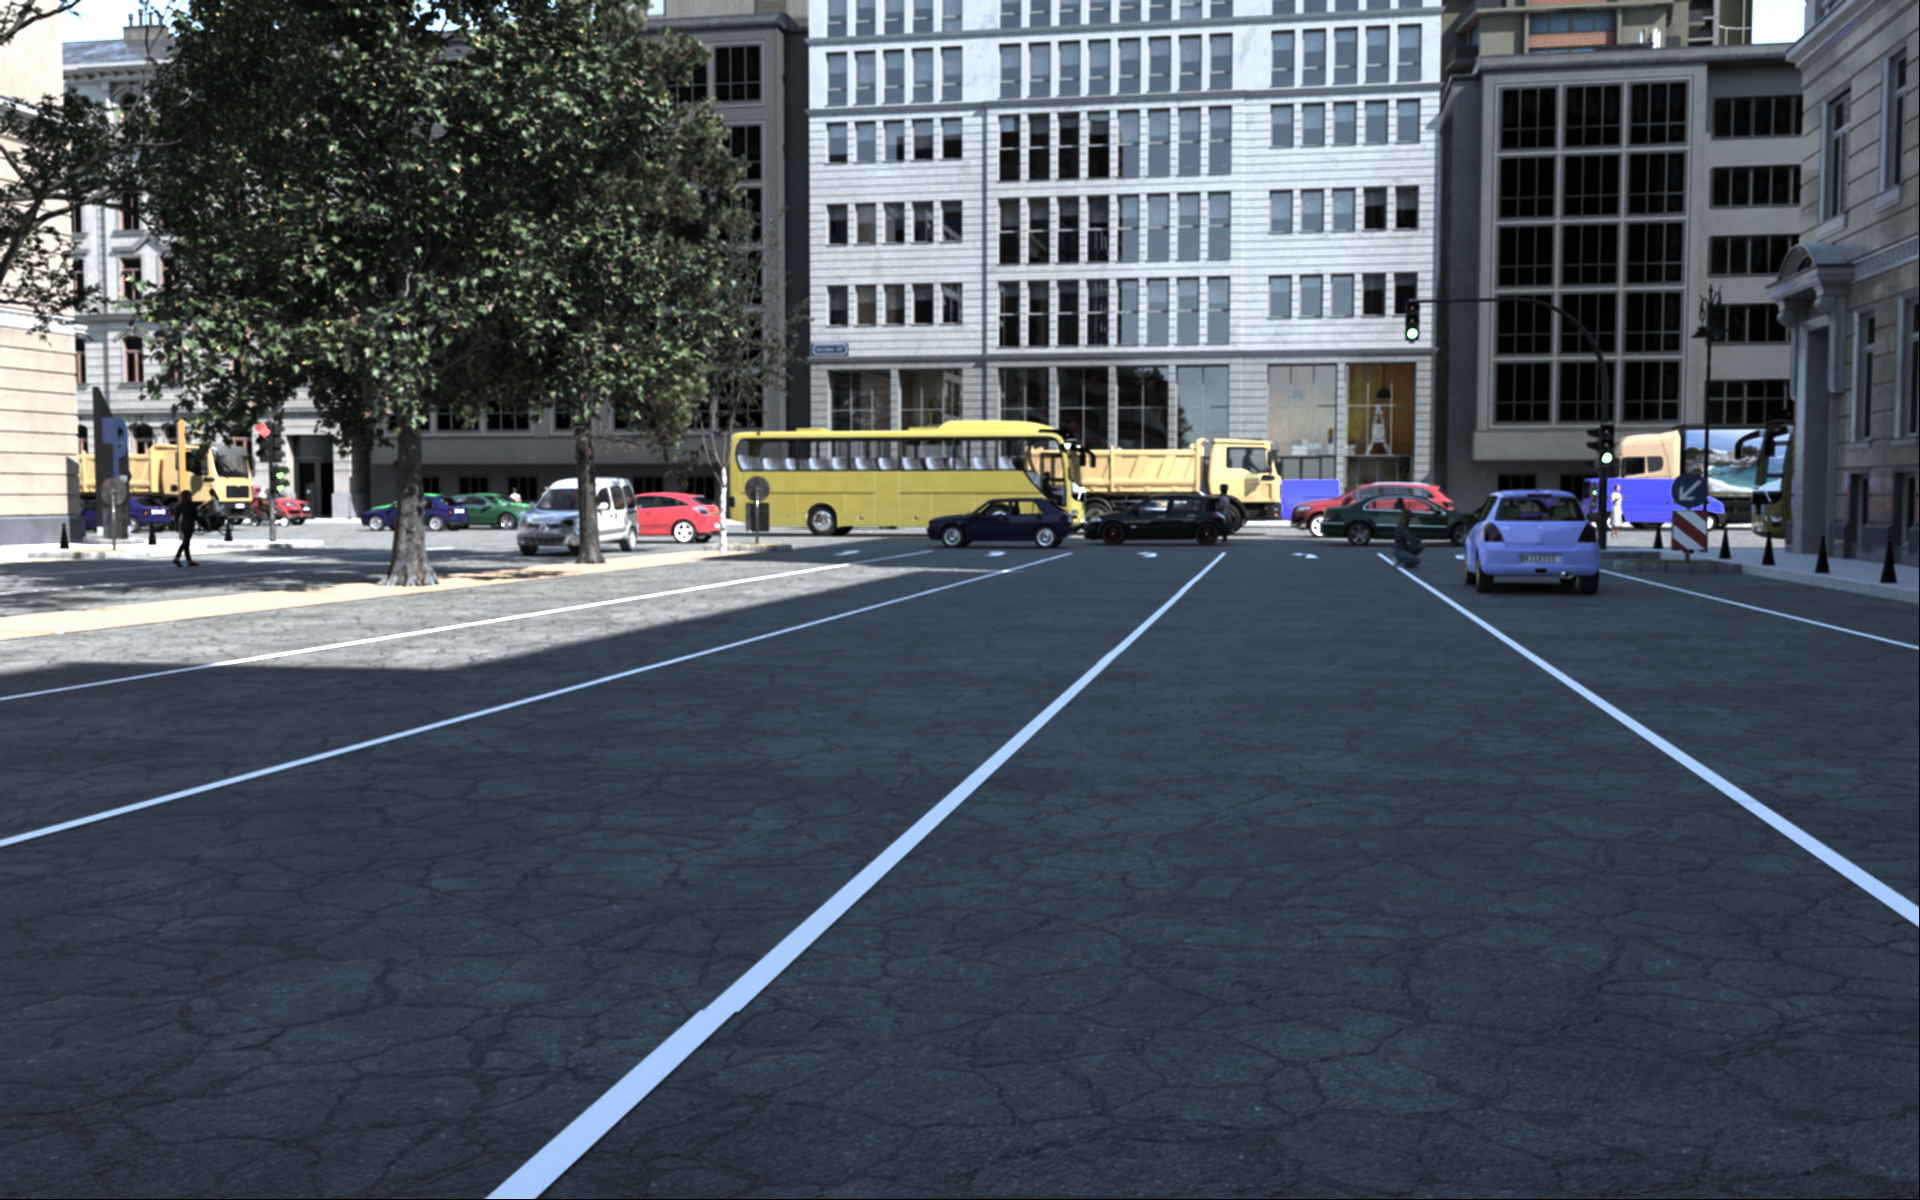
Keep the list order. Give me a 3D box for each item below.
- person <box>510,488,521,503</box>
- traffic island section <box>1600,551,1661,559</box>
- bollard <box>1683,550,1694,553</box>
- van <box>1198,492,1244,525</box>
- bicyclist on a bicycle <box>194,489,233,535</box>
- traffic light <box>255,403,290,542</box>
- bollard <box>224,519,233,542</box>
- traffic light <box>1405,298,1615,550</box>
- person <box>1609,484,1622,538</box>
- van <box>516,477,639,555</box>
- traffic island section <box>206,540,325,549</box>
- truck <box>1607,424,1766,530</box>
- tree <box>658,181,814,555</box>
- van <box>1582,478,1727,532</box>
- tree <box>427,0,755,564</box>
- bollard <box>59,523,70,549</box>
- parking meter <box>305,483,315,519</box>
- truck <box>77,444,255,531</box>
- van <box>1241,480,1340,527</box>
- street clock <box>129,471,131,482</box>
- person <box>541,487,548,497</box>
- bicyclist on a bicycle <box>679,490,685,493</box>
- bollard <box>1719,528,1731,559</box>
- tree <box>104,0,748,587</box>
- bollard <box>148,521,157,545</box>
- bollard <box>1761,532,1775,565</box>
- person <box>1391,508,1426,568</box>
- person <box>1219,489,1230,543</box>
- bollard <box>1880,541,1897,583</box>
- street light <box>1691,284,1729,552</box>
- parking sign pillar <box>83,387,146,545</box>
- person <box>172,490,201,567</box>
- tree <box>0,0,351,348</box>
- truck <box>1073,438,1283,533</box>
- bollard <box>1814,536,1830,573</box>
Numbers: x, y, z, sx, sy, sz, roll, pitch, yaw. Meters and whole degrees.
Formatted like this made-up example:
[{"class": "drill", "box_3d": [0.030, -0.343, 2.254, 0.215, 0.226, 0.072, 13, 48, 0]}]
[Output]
[{"class": "person", "box_3d": [-19.638, -4.111, 76.551, 0.563, 1.720, 0.643, -3, 5, -44]}, {"class": "traffic island section", "box_3d": [14.824, -1.083, 39.980, 2.009, 0.180, 2.903, 1, 4, 11]}, {"class": "bollard", "box_3d": [15.822, -1.318, 37.590, 0.229, 0.601, 0.229, 0, 3, 0]}, {"class": "van", "box_3d": [8.927, -3.668, 66.991, 4.112, 2.044, 2.013, 1, 4, 12]}, {"class": "bicyclist on a bicycle", "box_3d": [-26.045, -3.073, 60.262, 1.625, 1.676, 1.499, 1, 4, 11]}, {"class": "traffic light", "box_3d": [-18.336, -3.499, 46.135, 0.839, 4.253, 0.868, 1, 4, 11]}, {"class": "bollard", "box_3d": [-19.737, -1.876, 46.718, 0.229, 0.601, 0.229, 0, 3, 0]}, {"class": "traffic light", "box_3d": [12.715, -4.003, 40.123, 4.771, 5.953, 1.251, 1, 4, 11]}, {"class": "person", "box_3d": [21.515, -2.908, 56.612, 0.480, 1.755, 0.524, -2, 4, -35]}, {"class": "van", "box_3d": [-9.218, -2.133, 41.880, 2.013, 2.044, 4.112, 1, 4, 12]}, {"class": "traffic island section", "box_3d": [-18.373, -1.468, 46.277, 2.009, 0.180, 2.903, 1, 4, 11]}, {"class": "truck", "box_3d": [31.493, -4.975, 70.259, 11.283, 4.237, 2.839, 1, 4, 11]}, {"class": "tree", "box_3d": [-5.560, -5.383, 40.825, 4.360, 8.622, 3.978, 0, 3, 0]}, {"class": "van", "box_3d": [26.997, -3.855, 67.406, 5.245, 2.365, 2.240, 1, 4, 10]}, {"class": "tree", "box_3d": [-7.651, -6.761, 35.062, 6.751, 12.117, 7.091, 0, 3, 0]}, {"class": "bollard", "box_3d": [-20.928, -1.494, 40.462, 0.229, 0.601, 0.229, 0, 3, 0]}, {"class": "parking meter", "box_3d": [-32.957, -5.021, 87.800, 0.399, 1.863, 0.255, 1, 4, 12]}, {"class": "truck", "box_3d": [-32.162, -4.434, 68.420, 9.791, 3.379, 3.469, 1, 4, 11]}, {"class": "van", "box_3d": [13.869, -4.324, 75.083, 5.245, 2.365, 2.240, 1, 4, 11]}, {"class": "street clock", "box_3d": [-22.712, -2.590, 46.920, 0.471, 2.002, 0.358, 0, 4, -6]}, {"class": "person", "box_3d": [-18.406, -4.156, 77.007, 0.519, 1.759, 0.362, -2, 4, -25]}, {"class": "bicyclist on a bicycle", "box_3d": [-12.527, -4.139, 77.686, 1.625, 1.676, 1.499, 1, 4, 9]}, {"class": "bollard", "box_3d": [15.229, -1.127, 34.462, 0.229, 0.601, 0.229, 0, 3, 0]}, {"class": "tree", "box_3d": [-8.563, -6.565, 26.802, 9.611, 12.733, 9.660, 0, 3, 0]}, {"class": "bollard", "box_3d": [-20.332, -1.685, 43.590, 0.229, 0.601, 0.229, 0, 3, 0]}, {"class": "bollard", "box_3d": [14.630, -0.935, 31.329, 0.229, 0.601, 0.229, 0, 3, 0]}, {"class": "person", "box_3d": [8.815, -1.209, 33.770, 0.738, 1.151, 1.012, 2, 4, 26]}, {"class": "person", "box_3d": [7.767, -2.492, 51.203, 0.435, 1.587, 0.963, 2, 4, 32]}, {"class": "bollard", "box_3d": [13.440, -0.551, 25.053, 0.229, 0.601, 0.229, 0, 3, 0]}, {"class": "street light", "box_3d": [16.537, -4.008, 38.322, 0.468, 5.910, 1.993, 1, 4, 11]}, {"class": "parking sign pillar", "box_3d": [-21.671, -3.413, 44.271, 1.447, 3.967, 1.447, -1, 4, -8]}, {"class": "person", "box_3d": [-15.354, -1.425, 34.337, 0.480, 1.512, 0.613, 0, 4, 0]}, {"class": "tree", "box_3d": [-10.251, -4.983, 18.342, 8.767, 10.594, 7.601, 1, 4, 11]}, {"class": "truck", "box_3d": [7.289, -4.002, 61.353, 9.791, 3.379, 3.469, 1, 4, 11]}, {"class": "bollard", "box_3d": [14.044, -0.743, 28.192, 0.229, 0.601, 0.229, 0, 3, 0]}]
